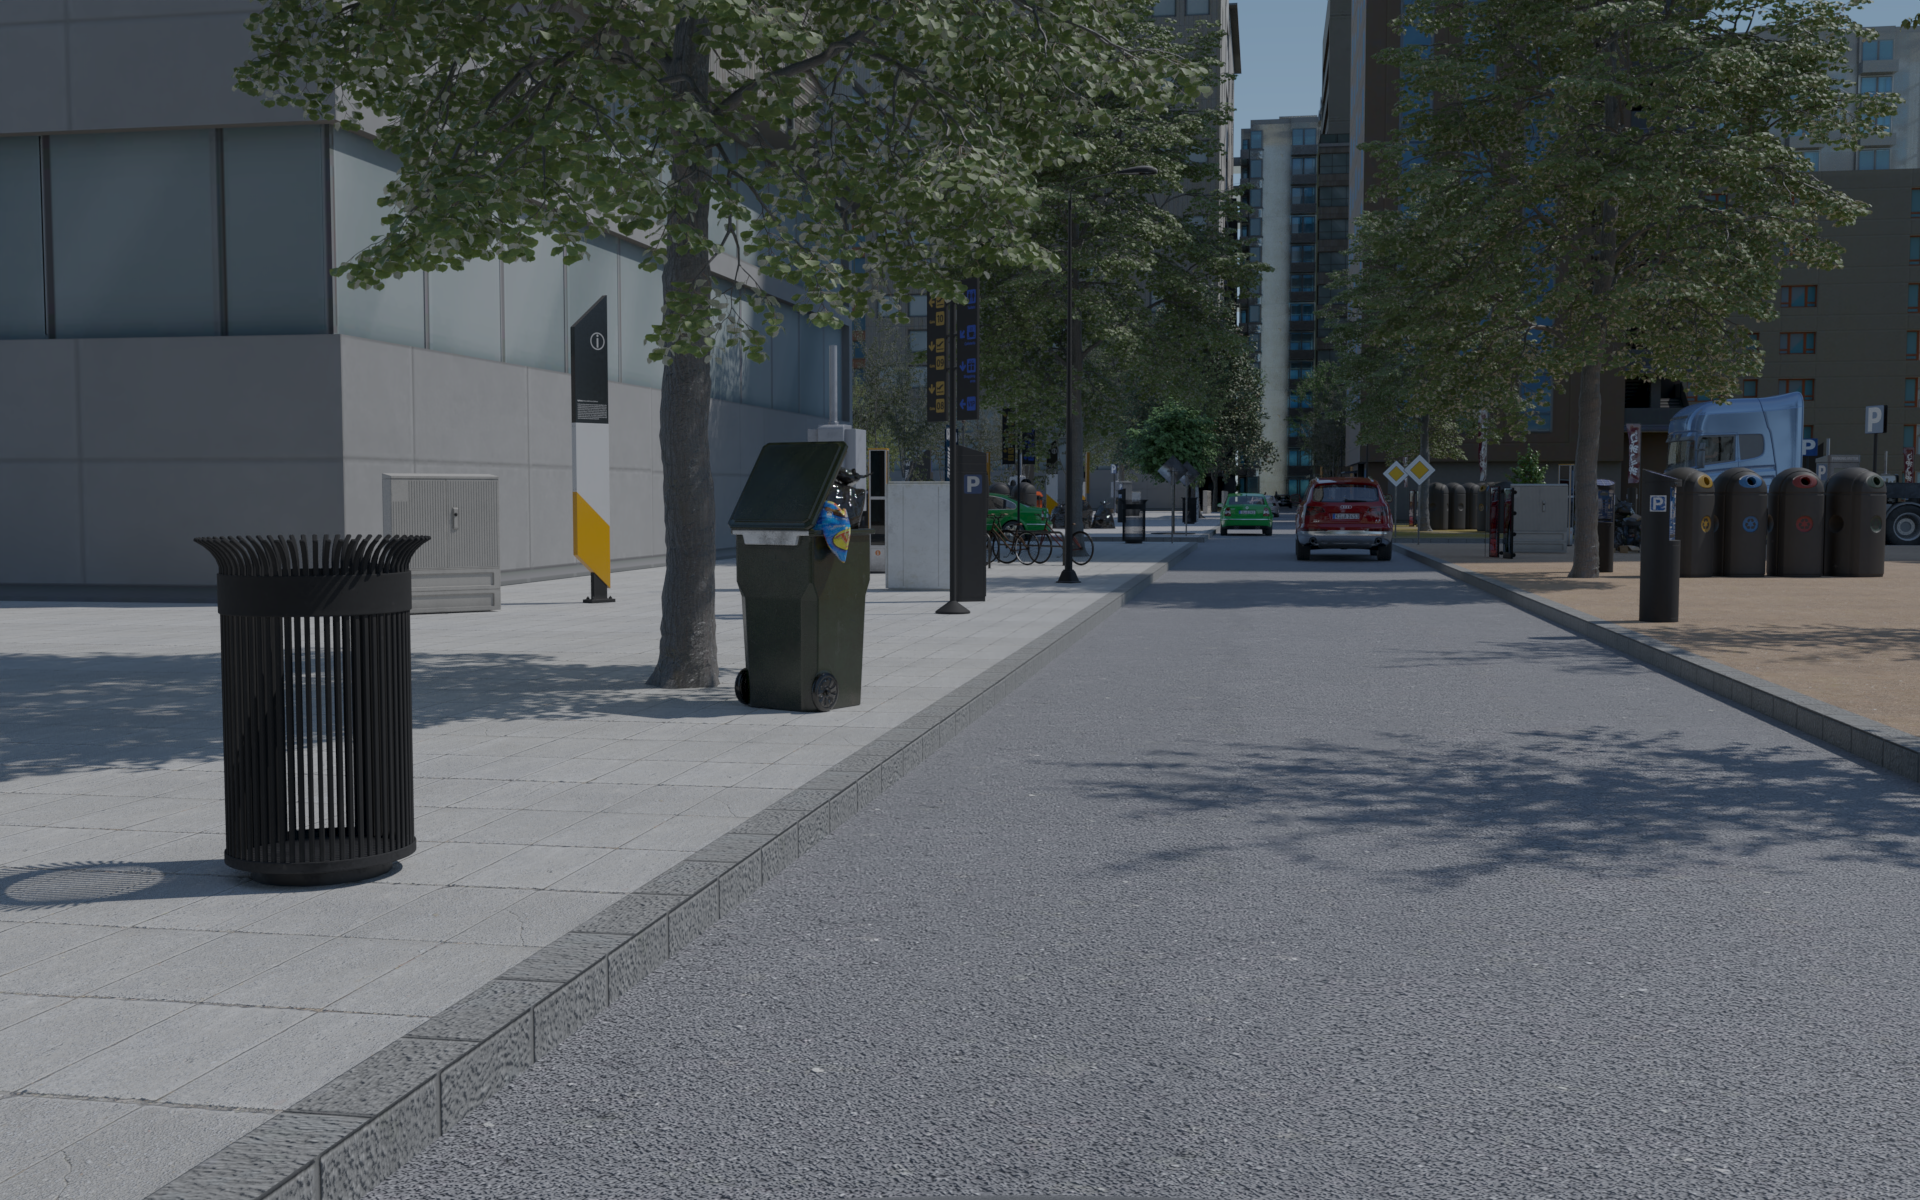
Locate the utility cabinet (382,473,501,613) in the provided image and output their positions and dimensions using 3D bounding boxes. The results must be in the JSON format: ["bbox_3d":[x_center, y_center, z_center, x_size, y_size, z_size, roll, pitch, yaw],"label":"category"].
[{"bbox_3d":[-5.566,-0.609,18.633,1.173,1.500,0.318,-3,4,-36],"label":"utility cabinet"}]

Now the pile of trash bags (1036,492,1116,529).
[{"bbox_3d":[3.933,-3.301,63.720,3.447,1.369,1.912,-2,4,-32],"label":"pile of trash bags"}]

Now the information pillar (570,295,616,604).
[{"bbox_3d":[-4.318,-1.770,20.297,0.183,3.616,0.504,3,5,41],"label":"information pillar"}]

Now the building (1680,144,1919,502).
[{"bbox_3d":[40.267,-16.124,108.665,27.650,21.520,28.899,1,4,10],"label":"building"}]

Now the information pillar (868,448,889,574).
[{"bbox_3d":[-1.309,-1.434,27.941,0.304,2.012,0.304,0,4,4],"label":"information pillar"}]

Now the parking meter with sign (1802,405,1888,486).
[{"bbox_3d":[17.215,-2.311,34.040,1.738,3.016,0.543,0,4,-8],"label":"parking meter with sign"}]

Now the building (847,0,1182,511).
[{"bbox_3d":[8.164,-33.835,142.443,28.713,52.752,27.495,1,4,10],"label":"building"}]

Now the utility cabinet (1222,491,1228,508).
[{"bbox_3d":[19.121,-7.112,124.953,0.318,1.500,1.173,0,4,1],"label":"utility cabinet"}]

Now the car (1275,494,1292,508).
[{"bbox_3d":[32.716,-10.126,175.345,2.009,1.686,4.222,1,4,9],"label":"car"}]

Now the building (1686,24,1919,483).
[{"bbox_3d":[84.285,-34.272,179.952,30.456,49.044,23.786,1,4,10],"label":"building"}]

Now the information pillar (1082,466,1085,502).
[{"bbox_3d":[8.426,-7.677,116.872,0.504,3.616,0.183,1,4,12],"label":"information pillar"}]

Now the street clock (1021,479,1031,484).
[{"bbox_3d":[3.123,-4.742,82.100,0.471,2.002,0.358,2,4,33],"label":"street clock"}]

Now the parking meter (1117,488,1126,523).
[{"bbox_3d":[7.286,-4.260,78.064,0.372,1.533,0.369,0,3,0],"label":"parking meter"}]

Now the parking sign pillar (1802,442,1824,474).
[{"bbox_3d":[44.197,-6.218,90.143,1.447,3.967,1.447,2,4,29],"label":"parking sign pillar"}]

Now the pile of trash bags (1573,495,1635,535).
[{"bbox_3d":[19.862,-2.691,53.758,1.912,1.369,3.447,3,4,37],"label":"pile of trash bags"}]

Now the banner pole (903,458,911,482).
[{"bbox_3d":[-3.102,-7.121,106.452,0.863,3.779,0.401,0,4,-7],"label":"banner pole"}]

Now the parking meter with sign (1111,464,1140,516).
[{"bbox_3d":[9.650,-6.390,100.743,1.738,3.016,0.543,-2,4,-30],"label":"parking meter with sign"}]

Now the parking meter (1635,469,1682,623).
[{"bbox_3d":[7.039,-0.550,17.405,0.372,1.533,0.369,0,3,0],"label":"parking meter"}]

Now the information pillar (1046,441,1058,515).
[{"bbox_3d":[3.845,-4.940,72.121,0.504,3.616,0.183,0,4,0],"label":"information pillar"}]

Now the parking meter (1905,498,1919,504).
[{"bbox_3d":[29.462,-2.764,53.606,0.372,1.533,0.369,0,3,0],"label":"parking meter"}]

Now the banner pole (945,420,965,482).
[{"bbox_3d":[-0.122,-4.172,58.237,0.863,3.779,0.401,0,4,2],"label":"banner pole"}]

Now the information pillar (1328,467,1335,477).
[{"bbox_3d":[26.558,-8.096,123.720,0.504,3.616,0.183,1,4,21],"label":"information pillar"}]

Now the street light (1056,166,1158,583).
[{"bbox_3d":[2.100,-3.194,24.761,1.470,5.913,1.316,1,4,10],"label":"street light"}]

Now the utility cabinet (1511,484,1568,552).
[{"bbox_3d":[12.581,-1.773,37.663,1.173,1.500,0.318,1,4,15],"label":"utility cabinet"}]

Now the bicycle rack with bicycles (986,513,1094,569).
[{"bbox_3d":[0.615,-1.093,31.257,2.852,0.926,2.925,-3,4,-39],"label":"bicycle rack with bicycles"}]

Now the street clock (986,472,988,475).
[{"bbox_3d":[0.469,-2.481,45.137,0.471,2.002,0.358,-1,4,-11],"label":"street clock"}]

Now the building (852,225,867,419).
[{"bbox_3d":[-10.716,-33.229,197.925,28.867,44.769,22.147,1,4,10],"label":"building"}]

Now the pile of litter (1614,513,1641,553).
[{"bbox_3d":[14.741,-1.458,37.796,1.719,0.858,1.176,2,4,30],"label":"pile of litter"}]

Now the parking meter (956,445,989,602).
[{"bbox_3d":[0.127,-0.916,20.684,0.399,1.863,0.255,-1,4,-18],"label":"parking meter"}]

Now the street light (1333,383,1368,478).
[{"bbox_3d":[16.534,-6.124,72.674,1.470,5.913,1.316,1,4,10],"label":"street light"}]

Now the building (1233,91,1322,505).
[{"bbox_3d":[49.297,-36.585,217.775,30.456,49.044,23.786,1,4,10],"label":"building"}]

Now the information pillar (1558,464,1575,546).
[{"bbox_3d":[14.887,-2.329,42.570,0.304,2.012,0.304,2,4,35],"label":"information pillar"}]

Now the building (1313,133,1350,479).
[{"bbox_3d":[35.982,-22.576,140.812,14.160,30.474,14.107,1,4,10],"label":"building"}]

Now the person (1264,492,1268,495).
[{"bbox_3d":[31.559,-10.320,178.708,0.415,1.643,0.593,-3,5,-45],"label":"person"}]

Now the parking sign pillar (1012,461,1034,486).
[{"bbox_3d":[3.668,-6.882,100.995,1.447,3.967,1.447,-2,4,-33],"label":"parking sign pillar"}]

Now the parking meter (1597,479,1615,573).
[{"bbox_3d":[10.530,-1.223,28.403,0.372,1.533,0.369,0,3,0],"label":"parking meter"}]

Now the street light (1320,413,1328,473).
[{"bbox_3d":[21.232,-7.730,98.924,1.470,5.913,1.316,1,4,10],"label":"street light"}]

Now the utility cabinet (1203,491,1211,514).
[{"bbox_3d":[15.983,-6.318,111.973,0.318,1.500,1.173,1,4,19],"label":"utility cabinet"}]

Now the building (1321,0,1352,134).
[{"bbox_3d":[43.803,-32.616,156.978,21.300,48.544,21.600,1,4,10],"label":"building"}]

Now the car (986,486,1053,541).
[{"bbox_3d":[0.306,-2.521,50.007,4.718,1.807,1.959,1,4,9],"label":"car"}]

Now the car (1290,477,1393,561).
[{"bbox_3d":[8.578,-1.850,38.915,2.281,1.827,5.304,1,4,10],"label":"car"}]

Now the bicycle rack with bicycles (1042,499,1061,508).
[{"bbox_3d":[5.815,-6.573,120.843,2.852,0.926,2.925,-2,4,-30],"label":"bicycle rack with bicycles"}]

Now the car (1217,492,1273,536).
[{"bbox_3d":[10.059,-3.193,61.008,1.959,1.807,4.718,0,4,8],"label":"car"}]

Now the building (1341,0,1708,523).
[{"bbox_3d":[25.578,-26.328,80.577,14.600,45.320,14.200,1,4,10],"label":"building"}]

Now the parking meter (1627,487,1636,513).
[{"bbox_3d":[25.845,-3.561,66.639,0.372,1.533,0.369,0,3,0],"label":"parking meter"}]

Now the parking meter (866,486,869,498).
[{"bbox_3d":[-6.635,-7.249,124.233,0.399,1.863,0.255,1,4,13],"label":"parking meter"}]

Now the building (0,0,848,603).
[{"bbox_3d":[-16.741,-27.215,34.202,27.495,52.752,28.713,1,4,10],"label":"building"}]

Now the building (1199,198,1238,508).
[{"bbox_3d":[18.902,-23.959,163.424,14.160,30.474,14.107,1,4,10],"label":"building"}]

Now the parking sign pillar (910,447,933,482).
[{"bbox_3d":[-2.225,-6.812,99.849,1.447,3.967,1.447,1,4,23],"label":"parking sign pillar"}]

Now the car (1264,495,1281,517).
[{"bbox_3d":[18.920,-5.842,107.881,2.083,1.381,4.827,1,4,12],"label":"car"}]

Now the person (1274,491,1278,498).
[{"bbox_3d":[33.694,-10.751,185.014,0.721,1.736,1.217,-1,4,-23],"label":"person"}]
